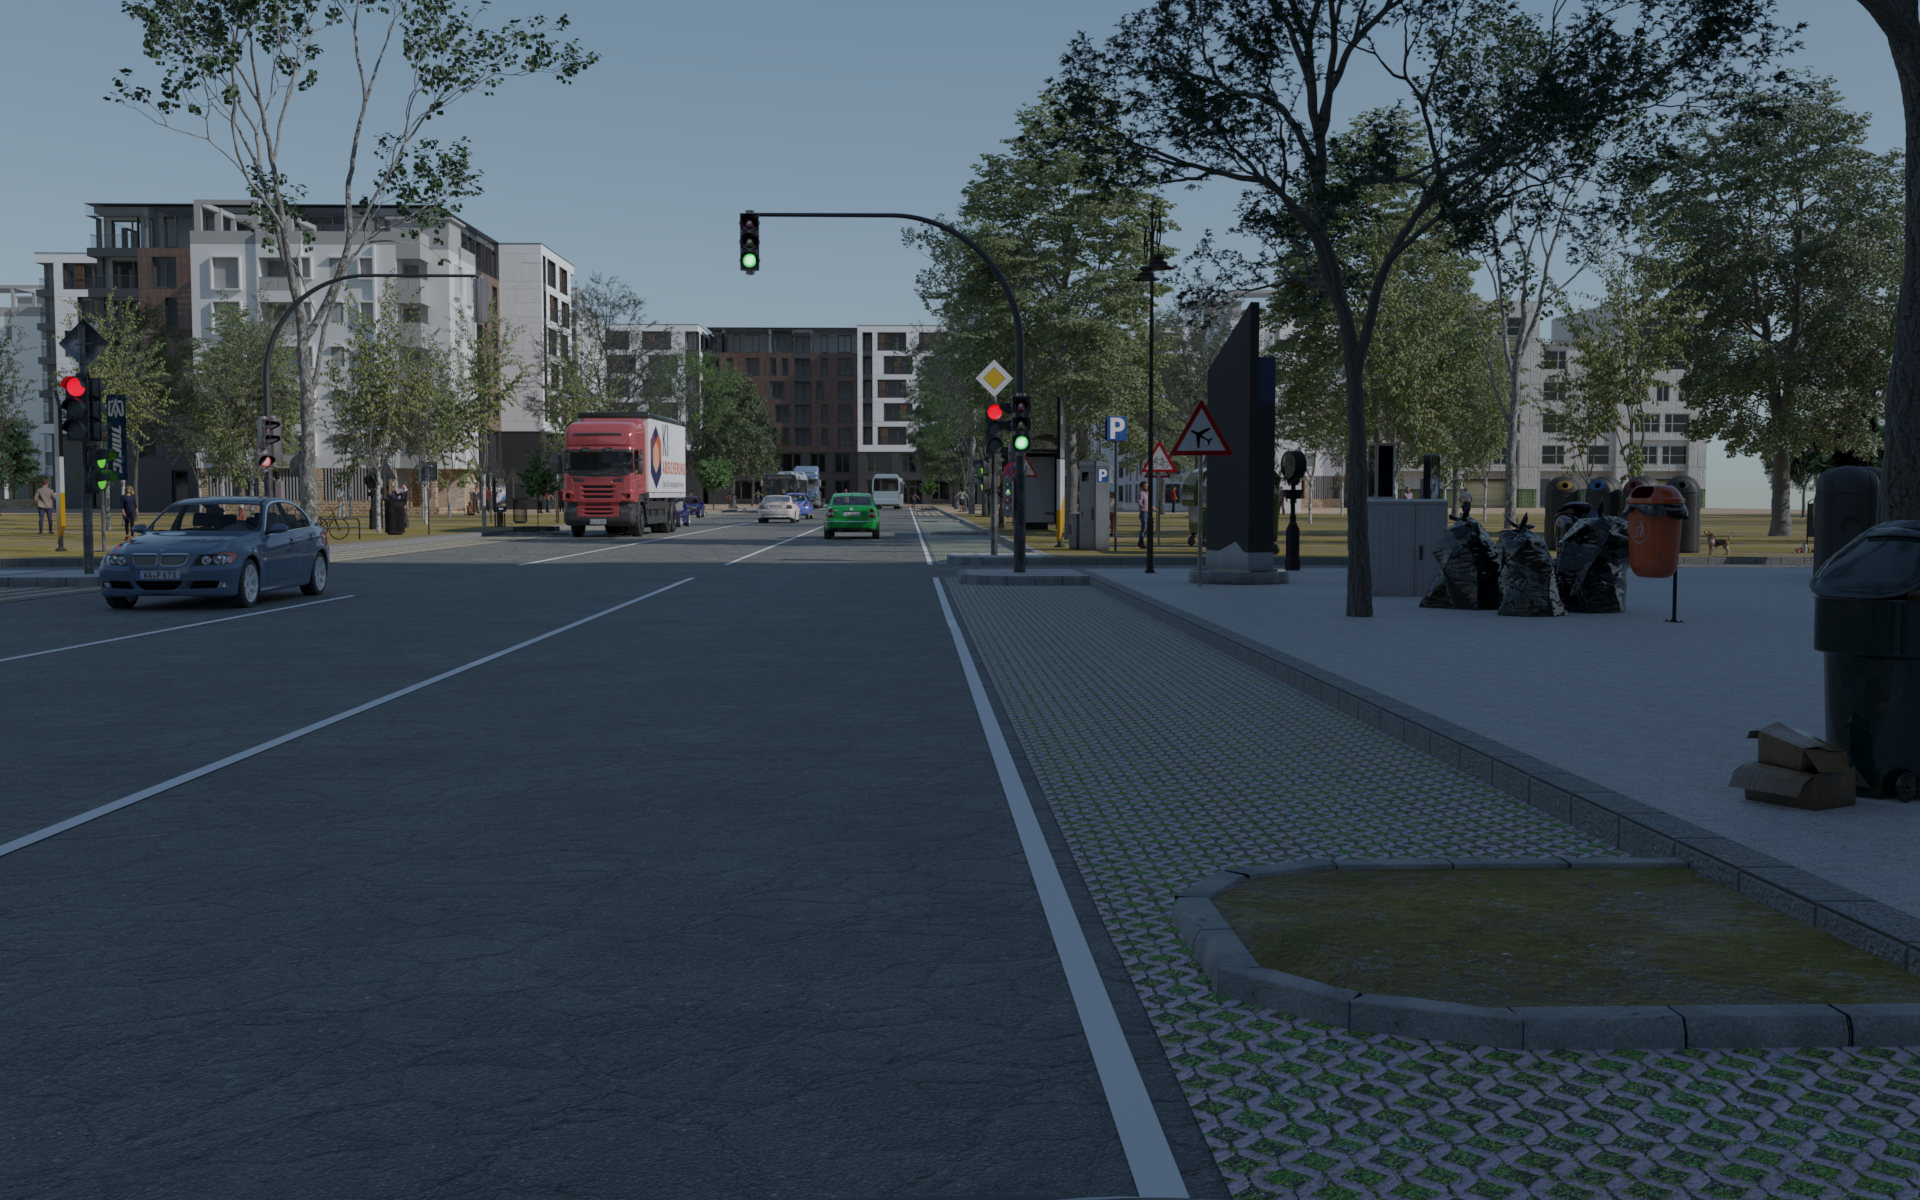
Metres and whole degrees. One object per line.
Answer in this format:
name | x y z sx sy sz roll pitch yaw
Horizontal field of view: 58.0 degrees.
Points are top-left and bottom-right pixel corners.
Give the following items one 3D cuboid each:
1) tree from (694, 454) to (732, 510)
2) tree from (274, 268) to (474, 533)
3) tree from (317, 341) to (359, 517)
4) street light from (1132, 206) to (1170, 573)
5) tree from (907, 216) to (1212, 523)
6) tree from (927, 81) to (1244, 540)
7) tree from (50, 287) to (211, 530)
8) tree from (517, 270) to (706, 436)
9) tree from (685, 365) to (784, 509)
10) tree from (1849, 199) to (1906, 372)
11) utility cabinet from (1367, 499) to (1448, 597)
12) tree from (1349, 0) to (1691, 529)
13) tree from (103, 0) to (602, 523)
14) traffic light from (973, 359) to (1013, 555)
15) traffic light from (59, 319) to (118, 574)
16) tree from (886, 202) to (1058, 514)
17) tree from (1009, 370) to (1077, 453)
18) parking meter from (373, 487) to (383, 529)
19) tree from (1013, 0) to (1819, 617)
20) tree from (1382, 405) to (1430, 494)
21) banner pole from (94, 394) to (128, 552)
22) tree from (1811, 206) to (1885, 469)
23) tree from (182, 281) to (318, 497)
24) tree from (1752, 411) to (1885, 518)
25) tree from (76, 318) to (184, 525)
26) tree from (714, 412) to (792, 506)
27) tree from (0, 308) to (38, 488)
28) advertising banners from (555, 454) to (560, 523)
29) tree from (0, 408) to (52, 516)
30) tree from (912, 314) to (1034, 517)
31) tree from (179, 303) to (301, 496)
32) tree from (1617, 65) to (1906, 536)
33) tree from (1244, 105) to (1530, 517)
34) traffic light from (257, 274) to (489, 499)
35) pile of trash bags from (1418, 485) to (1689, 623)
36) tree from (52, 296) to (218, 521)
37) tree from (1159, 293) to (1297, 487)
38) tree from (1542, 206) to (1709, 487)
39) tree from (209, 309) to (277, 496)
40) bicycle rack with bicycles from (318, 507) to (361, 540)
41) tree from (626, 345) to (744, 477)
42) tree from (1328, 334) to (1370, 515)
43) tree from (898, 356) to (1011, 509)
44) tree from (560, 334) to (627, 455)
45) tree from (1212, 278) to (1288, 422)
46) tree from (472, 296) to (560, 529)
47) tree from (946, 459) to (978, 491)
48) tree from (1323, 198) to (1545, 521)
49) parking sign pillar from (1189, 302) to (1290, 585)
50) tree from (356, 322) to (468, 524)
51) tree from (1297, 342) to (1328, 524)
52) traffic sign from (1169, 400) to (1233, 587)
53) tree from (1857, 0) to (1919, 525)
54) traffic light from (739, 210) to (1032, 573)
tree | -20.114 -9.634 141.228 4.285 4.588 4.351 0 3 0
tree | -19.199 -6.529 57.116 4.737 8.622 4.395 0 3 0
tree | -26.390 -7.886 79.298 4.360 8.622 3.978 0 3 0
street light | 3.085 -3.374 27.959 0.468 5.910 1.993 0 4 -2
tree | 2.531 -10.180 76.808 12.009 13.543 11.850 0 3 0
tree | 2.765 -7.957 48.216 7.486 12.596 7.792 0 3 0
tree | -30.628 -6.848 62.330 4.737 8.622 4.395 0 3 0
tree | -19.124 -11.284 94.864 12.009 13.543 11.850 0 3 0
tree | -20.310 -14.494 153.979 9.611 12.733 9.660 0 3 0
tree | 24.441 -5.684 43.297 4.737 8.622 4.395 0 3 0
utility cabinet | 5.585 -0.649 21.772 1.020 1.237 0.306 1 4 8
tree | 21.070 -12.780 64.836 12.611 20.169 13.585 0 3 0
tree | -16.398 -11.592 45.424 12.611 20.169 13.585 0 3 0
traffic light | 0.696 -2.894 36.237 0.839 4.253 0.868 0 4 -2
traffic light | -14.006 -2.376 27.769 0.839 4.253 0.868 0 4 -2
tree | 1.530 -15.580 110.620 12.611 20.169 13.585 0 3 0
tree | 4.030 -8.455 88.599 4.360 8.622 3.978 0 3 0
parking meter | -21.600 -3.414 64.232 0.372 1.533 0.369 0 3 0
tree | 4.371 -5.122 18.163 8.767 10.594 7.601 2 4 26
tree | 27.694 -9.690 108.791 4.360 8.622 3.978 0 3 0
banner pole | -18.784 -2.954 38.320 0.863 3.779 0.401 0 4 8
tree | 44.270 -10.678 76.404 13.155 14.587 18.604 -1 4 -21
tree | -24.663 -6.709 60.055 4.360 8.622 3.978 0 3 0
tree | 51.499 -8.358 99.564 11.467 7.101 20.602 1 4 23
tree | -34.802 -7.398 71.317 4.360 8.622 3.978 0 3 0
tree | -21.882 -15.124 181.696 8.767 10.594 7.601 0 4 -6
tree | -36.477 -7.004 64.872 4.360 8.622 3.978 0 3 0
advertising banners | -17.755 -4.905 76.384 0.090 3.025 2.074 -1 4 -18
tree | -59.057 -8.338 99.225 20.602 7.101 11.467 2 4 23
tree | 1.299 -10.468 96.905 9.928 11.665 9.643 0 3 0
tree | -42.824 -11.334 103.440 7.486 12.596 7.792 0 3 0
tree | 25.056 -8.906 52.270 9.857 13.997 8.962 0 3 0
tree | 12.128 -8.160 51.547 7.486 12.596 7.792 0 3 0
traffic light | -12.170 -3.742 35.851 4.771 5.953 1.251 0 4 -2
pile of trash bags | 6.499 -0.540 18.585 1.912 1.369 3.447 -1 4 -18
tree | -38.296 -8.955 80.828 8.767 10.594 7.601 3 5 39
tree | 9.360 -6.872 62.726 4.360 8.622 3.978 0 3 0
tree | 16.752 -5.703 43.600 4.737 8.622 4.395 0 3 0
tree | -27.000 -7.163 67.474 4.737 8.622 4.395 0 3 0
bicycle rack with bicycles | -18.352 -2.150 48.530 2.852 0.926 2.925 3 4 36
tree | -19.117 -11.872 119.863 9.928 11.665 9.643 0 3 0
tree | 15.384 -7.649 75.420 4.360 8.622 3.978 0 3 0
tree | -0.336 -14.650 146.181 9.857 13.997 8.962 0 3 0
tree | -17.607 -7.955 80.434 4.737 8.622 4.395 0 3 0
tree | 13.290 -11.366 96.209 12.009 13.543 11.850 0 3 0
tree | -17.787 -6.927 63.620 4.737 8.622 4.395 0 3 0
tree | 0.186 -10.465 154.816 4.285 4.588 4.351 0 3 0
tree | 11.047 -5.676 43.169 4.737 8.622 4.395 0 3 0
parking sign pillar | 4.048 -2.236 25.027 1.447 3.967 1.447 -1 4 -19
tree | -22.882 -7.509 73.138 4.360 8.622 3.978 0 3 0
tree | 12.047 -7.259 69.049 4.360 8.622 3.978 0 3 0
traffic sign | 3.328 -1.466 23.977 0.884 2.594 0.081 0 4 -1
tree | 4.694 -4.488 7.795 7.601 10.594 8.767 0 4 6
traffic light | -1.140 -3.265 28.048 4.771 5.953 1.251 0 4 -2
